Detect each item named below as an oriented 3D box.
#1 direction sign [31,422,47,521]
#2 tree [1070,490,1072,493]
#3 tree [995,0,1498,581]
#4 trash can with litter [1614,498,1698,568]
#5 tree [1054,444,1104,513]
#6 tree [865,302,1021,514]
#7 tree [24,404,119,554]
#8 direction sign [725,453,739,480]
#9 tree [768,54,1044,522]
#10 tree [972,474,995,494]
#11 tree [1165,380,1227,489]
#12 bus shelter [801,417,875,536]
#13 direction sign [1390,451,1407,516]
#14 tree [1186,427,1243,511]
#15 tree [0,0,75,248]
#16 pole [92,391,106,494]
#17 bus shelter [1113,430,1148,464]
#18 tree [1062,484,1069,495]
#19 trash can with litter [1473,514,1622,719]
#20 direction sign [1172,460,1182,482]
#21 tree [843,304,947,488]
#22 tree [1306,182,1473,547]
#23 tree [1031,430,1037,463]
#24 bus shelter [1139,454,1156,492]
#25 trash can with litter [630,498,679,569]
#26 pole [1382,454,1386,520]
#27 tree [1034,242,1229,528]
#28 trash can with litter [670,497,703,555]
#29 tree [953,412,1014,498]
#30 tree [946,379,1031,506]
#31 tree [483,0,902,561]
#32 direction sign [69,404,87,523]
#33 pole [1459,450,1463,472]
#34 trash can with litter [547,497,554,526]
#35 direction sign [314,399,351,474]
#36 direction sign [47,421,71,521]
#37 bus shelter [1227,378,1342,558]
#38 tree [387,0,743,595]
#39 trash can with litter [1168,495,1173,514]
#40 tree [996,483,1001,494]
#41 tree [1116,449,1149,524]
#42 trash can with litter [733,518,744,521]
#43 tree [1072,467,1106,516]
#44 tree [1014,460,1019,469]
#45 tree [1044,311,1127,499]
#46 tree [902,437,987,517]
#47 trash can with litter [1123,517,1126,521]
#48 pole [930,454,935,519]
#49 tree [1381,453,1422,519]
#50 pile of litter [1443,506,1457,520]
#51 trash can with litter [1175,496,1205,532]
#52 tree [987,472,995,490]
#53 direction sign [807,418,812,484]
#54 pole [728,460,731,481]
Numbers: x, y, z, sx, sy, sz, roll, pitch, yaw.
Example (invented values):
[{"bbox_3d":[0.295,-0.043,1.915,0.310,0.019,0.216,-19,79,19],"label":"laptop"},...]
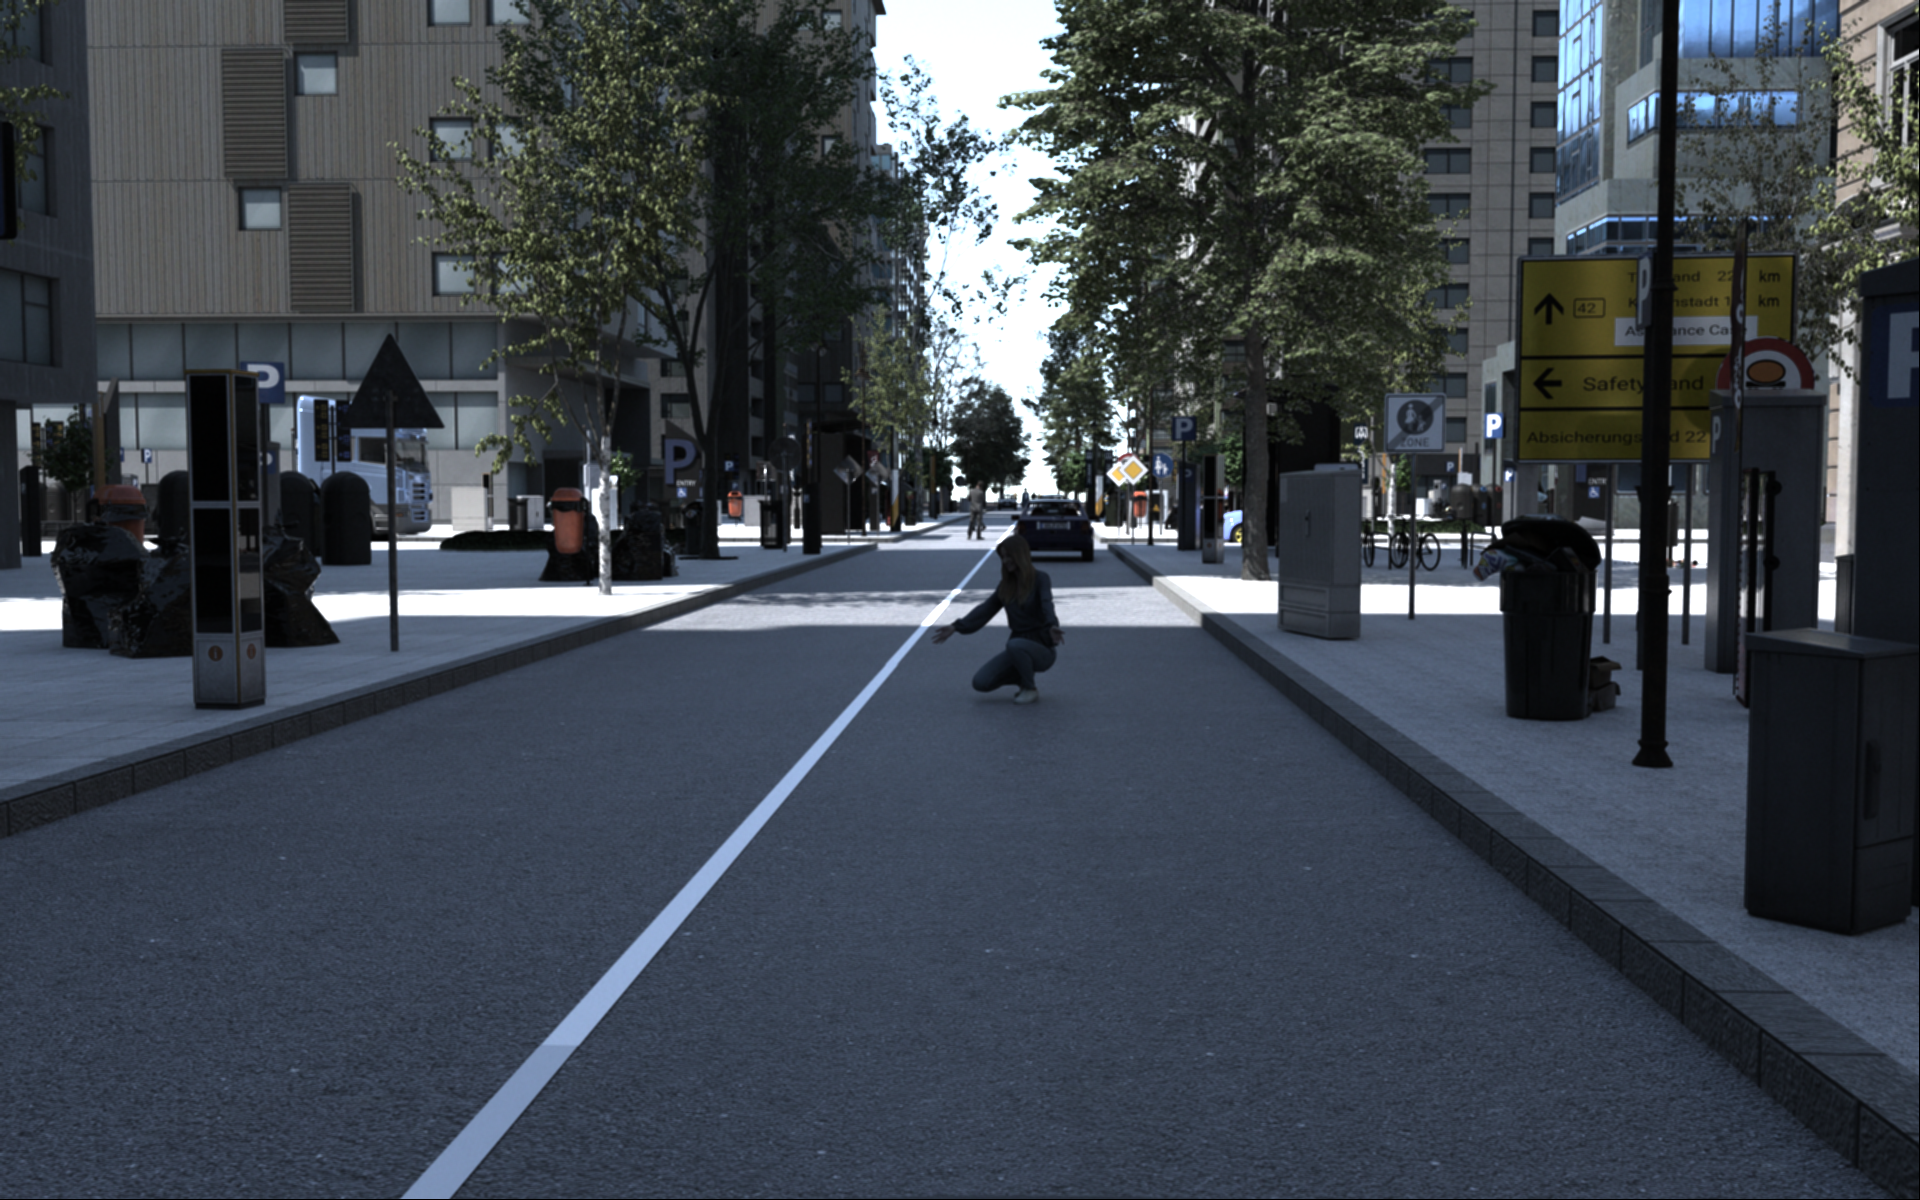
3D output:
[{"bbox_3d":[-29.113,-3.858,55.068,0.379,3.537,0.876,1,4,19],"label":"direction sign"},{"bbox_3d":[11.754,-10.569,167.410,1.663,3.219,1.824,0,3,0],"label":"tree"},{"bbox_3d":[4.061,-6.545,25.136,7.486,12.596,7.792,0,3,0],"label":"tree"},{"bbox_3d":[12.595,-1.216,30.931,1.678,1.210,2.233,1,4,20],"label":"trash can with litter"},{"bbox_3d":[8.264,-7.939,113.509,4.285,4.588,4.351,0,3,0],"label":"tree"},{"bbox_3d":[-1.321,-12.312,111.668,12.009,13.543,11.850,0,3,0],"label":"tree"},{"bbox_3d":[-18.893,-2.607,37.219,1.663,3.219,1.824,0,3,0],"label":"tree"},{"bbox_3d":[-12.632,-6.360,95.987,0.876,3.537,0.379,1,4,18],"label":"direction sign"},{"bbox_3d":[-2.787,-13.561,77.612,12.611,20.169,13.585,0,3,0],"label":"tree"},{"bbox_3d":[2.117,-10.586,167.685,1.663,3.219,1.824,0,3,0],"label":"tree"},{"bbox_3d":[14.646,-9.613,107.531,4.737,8.622,4.395,0,3,0],"label":"tree"},{"bbox_3d":[-3.892,-3.976,56.294,1.731,3.624,6.357,0,4,3],"label":"bus shelter"},{"bbox_3d":[24.536,-6.417,96.914,0.876,3.537,0.379,0,4,-1],"label":"direction sign"},{"bbox_3d":[13.191,-6.021,82.153,4.285,4.588,4.351,0,3,0],"label":"tree"},{"bbox_3d":[-12.819,-4.307,20.786,4.737,8.622,4.395,0,3,0],"label":"tree"},{"bbox_3d":[-17.137,-2.486,34.494,0.158,3.312,0.155,0,3,0],"label":"pole"},{"bbox_3d":[10.522,-7.885,106.545,2.179,5.291,8.768,0,4,2],"label":"bus shelter"},{"bbox_3d":[13.216,-13.184,210.161,1.663,3.219,1.824,0,3,0],"label":"tree"},{"bbox_3d":[3.484,0.075,10.166,0.624,1.170,1.055,3,4,37],"label":"trash can with litter"},{"bbox_3d":[14.516,-7.532,115.152,0.876,3.537,0.379,1,4,21],"label":"direction sign"},{"bbox_3d":[-2.530,-7.067,65.908,4.737,8.622,4.395,0,3,0],"label":"tree"},{"bbox_3d":[10.403,-5.590,41.761,4.737,8.622,4.395,0,3,0],"label":"tree"},{"bbox_3d":[6.228,-21.313,255.115,9.857,13.997,8.962,0,3,0],"label":"tree"},{"bbox_3d":[9.293,-5.892,90.259,2.014,3.302,5.546,0,4,3],"label":"bus shelter"},{"bbox_3d":[-5.662,-1.094,28.952,2.233,1.210,1.678,-1,4,-23],"label":"trash can with litter"},{"bbox_3d":[21.334,-5.709,87.192,0.158,3.312,0.155,0,3,0],"label":"pole"},{"bbox_3d":[6.397,-7.991,65.062,8.767,10.594,7.601,2,4,28],"label":"tree"},{"bbox_3d":[-5.724,-1.533,36.447,0.624,1.170,1.055,-3,5,-41],"label":"trash can with litter"},{"bbox_3d":[1.530,-12.252,150.683,4.360,8.622,3.978,0,3,0],"label":"tree"},{"bbox_3d":[2.615,-17.405,191.228,9.857,13.997,8.962,0,3,0],"label":"tree"},{"bbox_3d":[-4.985,-6.592,33.535,9.928,11.665,9.643,0,3,0],"label":"tree"},{"bbox_3d":[-21.385,-3.077,42.301,0.379,3.537,0.876,-1,4,-19],"label":"direction sign"},{"bbox_3d":[22.914,-5.228,79.313,0.158,3.312,0.155,0,3,0],"label":"pole"},{"bbox_3d":[-15.706,-3.481,68.309,1.055,1.170,0.624,-3,5,-44],"label":"trash can with litter"},{"bbox_3d":[-15.068,-3.037,41.658,0.876,3.537,0.379,-3,5,-42],"label":"direction sign"},{"bbox_3d":[-27.742,-3.785,53.875,0.876,3.537,0.379,0,3,0],"label":"direction sign"},{"bbox_3d":[7.036,-2.855,37.957,1.731,3.624,6.357,0,4,3],"label":"bus shelter"},{"bbox_3d":[-4.716,-4.383,22.028,4.737,8.622,4.395,0,3,0],"label":"tree"},{"bbox_3d":[14.299,-6.830,122.734,1.678,1.210,2.233,2,4,33],"label":"trash can with litter"},{"bbox_3d":[4.752,-14.847,237.343,1.663,3.219,1.824,0,3,0],"label":"tree"},{"bbox_3d":[7.403,-4.825,73.485,1.663,3.219,1.824,0,3,0],"label":"tree"},{"bbox_3d":[-9.829,-4.343,82.061,2.233,1.210,1.678,-2,4,-26],"label":"trash can with litter"},{"bbox_3d":[7.820,-6.468,100.359,1.663,3.219,1.824,0,3,0],"label":"tree"},{"bbox_3d":[5.802,-17.895,242.947,4.360,8.622,3.978,0,3,0],"label":"tree"},{"bbox_3d":[12.569,-19.653,177.208,12.611,20.169,13.585,0,3,0],"label":"tree"},{"bbox_3d":[-1.672,-7.048,98.943,4.285,4.588,4.351,0,3,0],"label":"tree"},{"bbox_3d":[7.758,-4.391,83.182,0.624,1.170,1.055,-1,4,-22],"label":"trash can with litter"},{"bbox_3d":[-1.498,-6.044,92.659,0.158,3.312,0.155,0,3,0],"label":"pole"},{"bbox_3d":[19.133,-4.878,74.350,1.663,3.219,1.824,0,3,0],"label":"tree"},{"bbox_3d":[17.641,-2.898,61.341,1.719,0.858,1.176,-3,5,-44],"label":"pile of litter"},{"bbox_3d":[7.332,-2.656,54.815,1.055,1.170,0.624,2,4,23],"label":"trash can with litter"},{"bbox_3d":[1.789,-11.973,179.476,4.285,4.588,4.351,0,3,0],"label":"tree"},{"bbox_3d":[-4.506,-3.666,51.942,0.379,3.537,0.876,-1,4,-13],"label":"direction sign"},{"bbox_3d":[-13.789,-6.723,103.764,0.158,3.312,0.155,0,3,0],"label":"pole"}]
